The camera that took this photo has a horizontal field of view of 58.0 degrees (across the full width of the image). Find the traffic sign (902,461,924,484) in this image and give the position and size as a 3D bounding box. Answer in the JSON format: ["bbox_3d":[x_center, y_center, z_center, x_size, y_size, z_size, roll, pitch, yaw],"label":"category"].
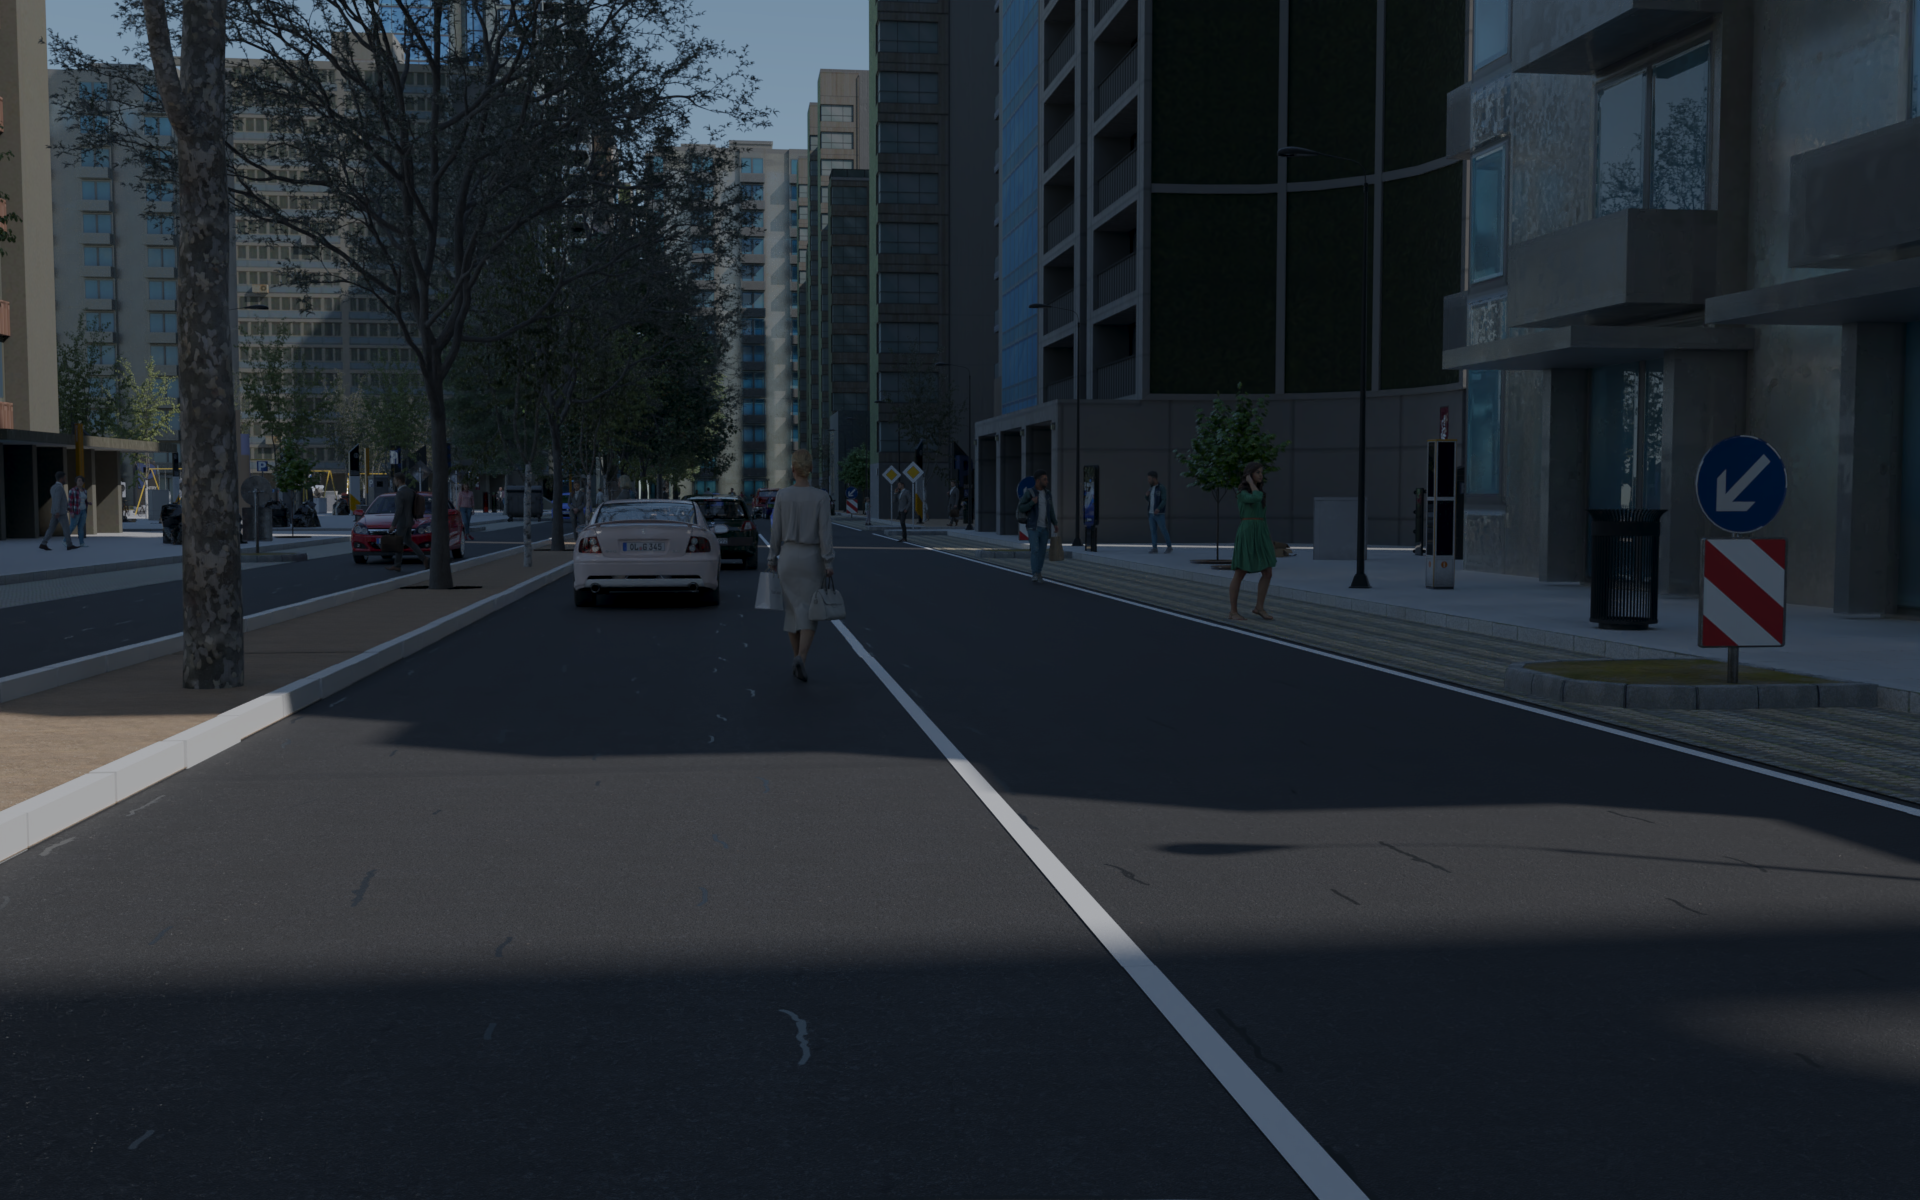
[{"bbox_3d":[-1.632,-3.609,61.199,0.795,2.593,0.064,0,4,-8],"label":"traffic sign"}]

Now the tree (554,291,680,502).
[{"bbox_3d":[-11.575,-6.353,56.683,4.737,8.622,4.395,0,3,0],"label":"tree"}]

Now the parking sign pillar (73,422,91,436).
[{"bbox_3d":[-32.748,-4.675,64.903,1.447,3.967,1.447,1,4,20],"label":"parking sign pillar"}]

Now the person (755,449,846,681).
[{"bbox_3d":[-1.260,-0.276,13.370,0.694,1.780,0.624,2,4,23],"label":"person"}]

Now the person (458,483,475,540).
[{"bbox_3d":[-15.415,-2.782,53.996,0.555,1.821,0.388,-3,4,-36],"label":"person"}]

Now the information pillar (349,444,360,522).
[{"bbox_3d":[-28.032,-5.436,80.232,0.504,3.616,0.183,-3,5,-44],"label":"information pillar"}]

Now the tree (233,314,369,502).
[{"bbox_3d":[-27.788,-7.385,71.107,4.737,8.622,4.395,0,3,0],"label":"tree"}]

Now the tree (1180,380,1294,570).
[{"bbox_3d":[4.804,-2.143,29.648,1.663,3.219,1.824,0,3,0],"label":"tree"}]

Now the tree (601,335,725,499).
[{"bbox_3d":[-16.557,-9.464,91.603,8.767,10.594,7.601,0,4,-8],"label":"tree"}]

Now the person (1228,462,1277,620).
[{"bbox_3d":[3.297,-0.662,19.579,0.529,1.795,0.600,2,4,35],"label":"person"}]

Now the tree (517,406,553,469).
[{"bbox_3d":[-32.097,-12.347,136.285,7.601,10.594,8.767,-1,4,-8],"label":"tree"}]

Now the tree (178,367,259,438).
[{"bbox_3d":[-42.137,-9.099,99.132,4.360,8.622,3.978,0,3,0],"label":"tree"}]

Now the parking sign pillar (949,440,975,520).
[{"bbox_3d":[0.155,-6.047,87.340,1.447,3.967,1.447,3,5,39],"label":"parking sign pillar"}]

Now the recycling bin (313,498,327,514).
[{"bbox_3d":[-42.126,-6.194,113.822,0.722,1.027,0.722,2,4,25],"label":"recycling bin"}]

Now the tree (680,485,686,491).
[{"bbox_3d":[-18.319,-9.331,105.383,4.737,8.622,4.395,0,3,0],"label":"tree"}]

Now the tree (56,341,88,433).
[{"bbox_3d":[-44.280,-8.158,83.742,4.360,8.622,3.978,0,3,0],"label":"tree"}]

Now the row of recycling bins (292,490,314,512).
[{"bbox_3d":[-35.879,-5.354,94.658,1.069,1.692,3.534,-2,4,-25],"label":"row of recycling bins"}]

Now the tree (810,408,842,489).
[{"bbox_3d":[-10.774,-12.030,147.059,4.360,8.622,3.978,0,3,0],"label":"tree"}]

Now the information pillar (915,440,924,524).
[{"bbox_3d":[-1.757,-5.098,74.708,0.183,3.616,0.504,2,4,31],"label":"information pillar"}]

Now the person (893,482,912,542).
[{"bbox_3d":[-1.720,-2.640,51.842,0.473,1.802,0.592,-1,4,-20],"label":"person"}]

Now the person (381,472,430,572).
[{"bbox_3d":[-10.230,-1.438,31.968,0.822,1.834,0.622,0,4,-2],"label":"person"}]

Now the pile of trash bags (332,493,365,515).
[{"bbox_3d":[-39.634,-6.295,112.668,1.912,1.369,3.447,0,4,-6],"label":"pile of trash bags"}]

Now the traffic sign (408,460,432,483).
[{"bbox_3d":[-18.376,-3.471,58.949,0.795,2.593,0.064,0,4,-8],"label":"traffic sign"}]

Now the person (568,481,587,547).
[{"bbox_3d":[-10.234,-2.300,46.381,0.520,1.790,0.573,-1,4,-16],"label":"person"}]

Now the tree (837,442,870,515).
[{"bbox_3d":[-6.028,-7.664,109.025,4.285,4.588,4.351,0,3,0],"label":"tree"}]

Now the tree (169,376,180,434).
[{"bbox_3d":[-43.210,-8.616,91.240,4.737,8.622,4.395,0,3,0],"label":"tree"}]

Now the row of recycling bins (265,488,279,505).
[{"bbox_3d":[-42.721,-6.228,108.936,3.534,1.692,1.069,3,4,39],"label":"row of recycling bins"}]

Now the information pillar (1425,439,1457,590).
[{"bbox_3d":[6.483,-1.153,23.343,0.304,2.012,0.304,0,4,-6],"label":"information pillar"}]

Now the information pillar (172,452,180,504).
[{"bbox_3d":[-37.232,-5.558,82.232,0.183,3.616,0.504,0,4,2],"label":"information pillar"}]

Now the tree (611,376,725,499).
[{"bbox_3d":[-17.330,-10.921,99.137,7.486,12.596,7.792,0,3,0],"label":"tree"}]

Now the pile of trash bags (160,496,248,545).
[{"bbox_3d":[-19.904,-2.177,45.344,1.912,1.369,3.447,-2,4,-31],"label":"pile of trash bags"}]

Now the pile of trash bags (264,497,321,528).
[{"bbox_3d":[-26.455,-3.497,66.936,3.447,1.369,1.912,0,4,4],"label":"pile of trash bags"}]

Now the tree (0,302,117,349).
[{"bbox_3d":[-35.134,-7.258,69.029,4.737,8.622,4.395,0,3,0],"label":"tree"}]

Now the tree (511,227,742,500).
[{"bbox_3d":[-13.767,-9.259,70.845,9.611,12.733,9.660,0,3,0],"label":"tree"}]

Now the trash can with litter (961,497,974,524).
[{"bbox_3d":[0.278,-3.882,74.858,0.624,1.170,1.055,-1,4,-9],"label":"trash can with litter"}]

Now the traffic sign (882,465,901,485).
[{"bbox_3d":[-2.709,-4.093,69.111,0.795,2.593,0.064,0,4,-8],"label":"traffic sign"}]

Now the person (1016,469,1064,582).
[{"bbox_3d":[1.310,-1.178,27.752,0.794,1.824,0.713,-1,4,-13],"label":"person"}]

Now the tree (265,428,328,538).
[{"bbox_3d":[-19.524,-3.424,50.576,1.663,3.219,1.824,0,3,0],"label":"tree"}]

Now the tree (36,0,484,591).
[{"bbox_3d":[-7.748,-6.890,25.483,12.009,13.543,11.850,0,3,0],"label":"tree"}]

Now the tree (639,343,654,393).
[{"bbox_3d":[-11.218,-6.069,52.049,4.360,8.622,3.978,0,3,0],"label":"tree"}]

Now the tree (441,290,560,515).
[{"bbox_3d":[-27.530,-12.140,105.145,9.857,13.997,8.962,0,3,0],"label":"tree"}]

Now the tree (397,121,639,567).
[{"bbox_3d":[-8.504,-4.957,33.874,4.360,8.622,3.978,0,3,0],"label":"tree"}]

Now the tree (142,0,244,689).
[{"bbox_3d":[-6.845,-9.453,12.901,12.611,20.169,13.585,0,3,0],"label":"tree"}]

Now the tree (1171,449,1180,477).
[{"bbox_3d":[4.657,-2.287,31.990,1.663,3.219,1.824,0,3,0],"label":"tree"}]

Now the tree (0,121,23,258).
[{"bbox_3d":[-17.197,-4.748,27.996,4.737,8.622,4.395,0,3,0],"label":"tree"}]

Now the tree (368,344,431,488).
[{"bbox_3d":[-27.380,-8.202,84.459,4.737,8.622,4.395,0,3,0],"label":"tree"}]

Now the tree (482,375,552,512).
[{"bbox_3d":[-30.474,-12.164,124.643,9.928,11.665,9.643,0,3,0],"label":"tree"}]

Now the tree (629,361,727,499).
[{"bbox_3d":[-20.739,-12.990,121.496,9.857,13.997,8.962,0,3,0],"label":"tree"}]

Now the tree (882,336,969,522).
[{"bbox_3d":[-1.613,-7.944,80.253,4.360,8.622,3.978,0,3,0],"label":"tree"}]

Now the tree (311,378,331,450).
[{"bbox_3d":[-35.484,-9.197,100.725,4.360,8.622,3.978,0,3,0],"label":"tree"}]

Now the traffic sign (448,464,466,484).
[{"bbox_3d":[-19.453,-3.955,66.861,0.795,2.593,0.064,0,4,-8],"label":"traffic sign"}]

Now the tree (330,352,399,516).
[{"bbox_3d":[-29.658,-8.580,90.642,4.360,8.622,3.978,0,3,0],"label":"tree"}]

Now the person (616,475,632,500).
[{"bbox_3d":[-6.484,-1.494,33.117,0.526,1.800,0.537,0,4,-2],"label":"person"}]
